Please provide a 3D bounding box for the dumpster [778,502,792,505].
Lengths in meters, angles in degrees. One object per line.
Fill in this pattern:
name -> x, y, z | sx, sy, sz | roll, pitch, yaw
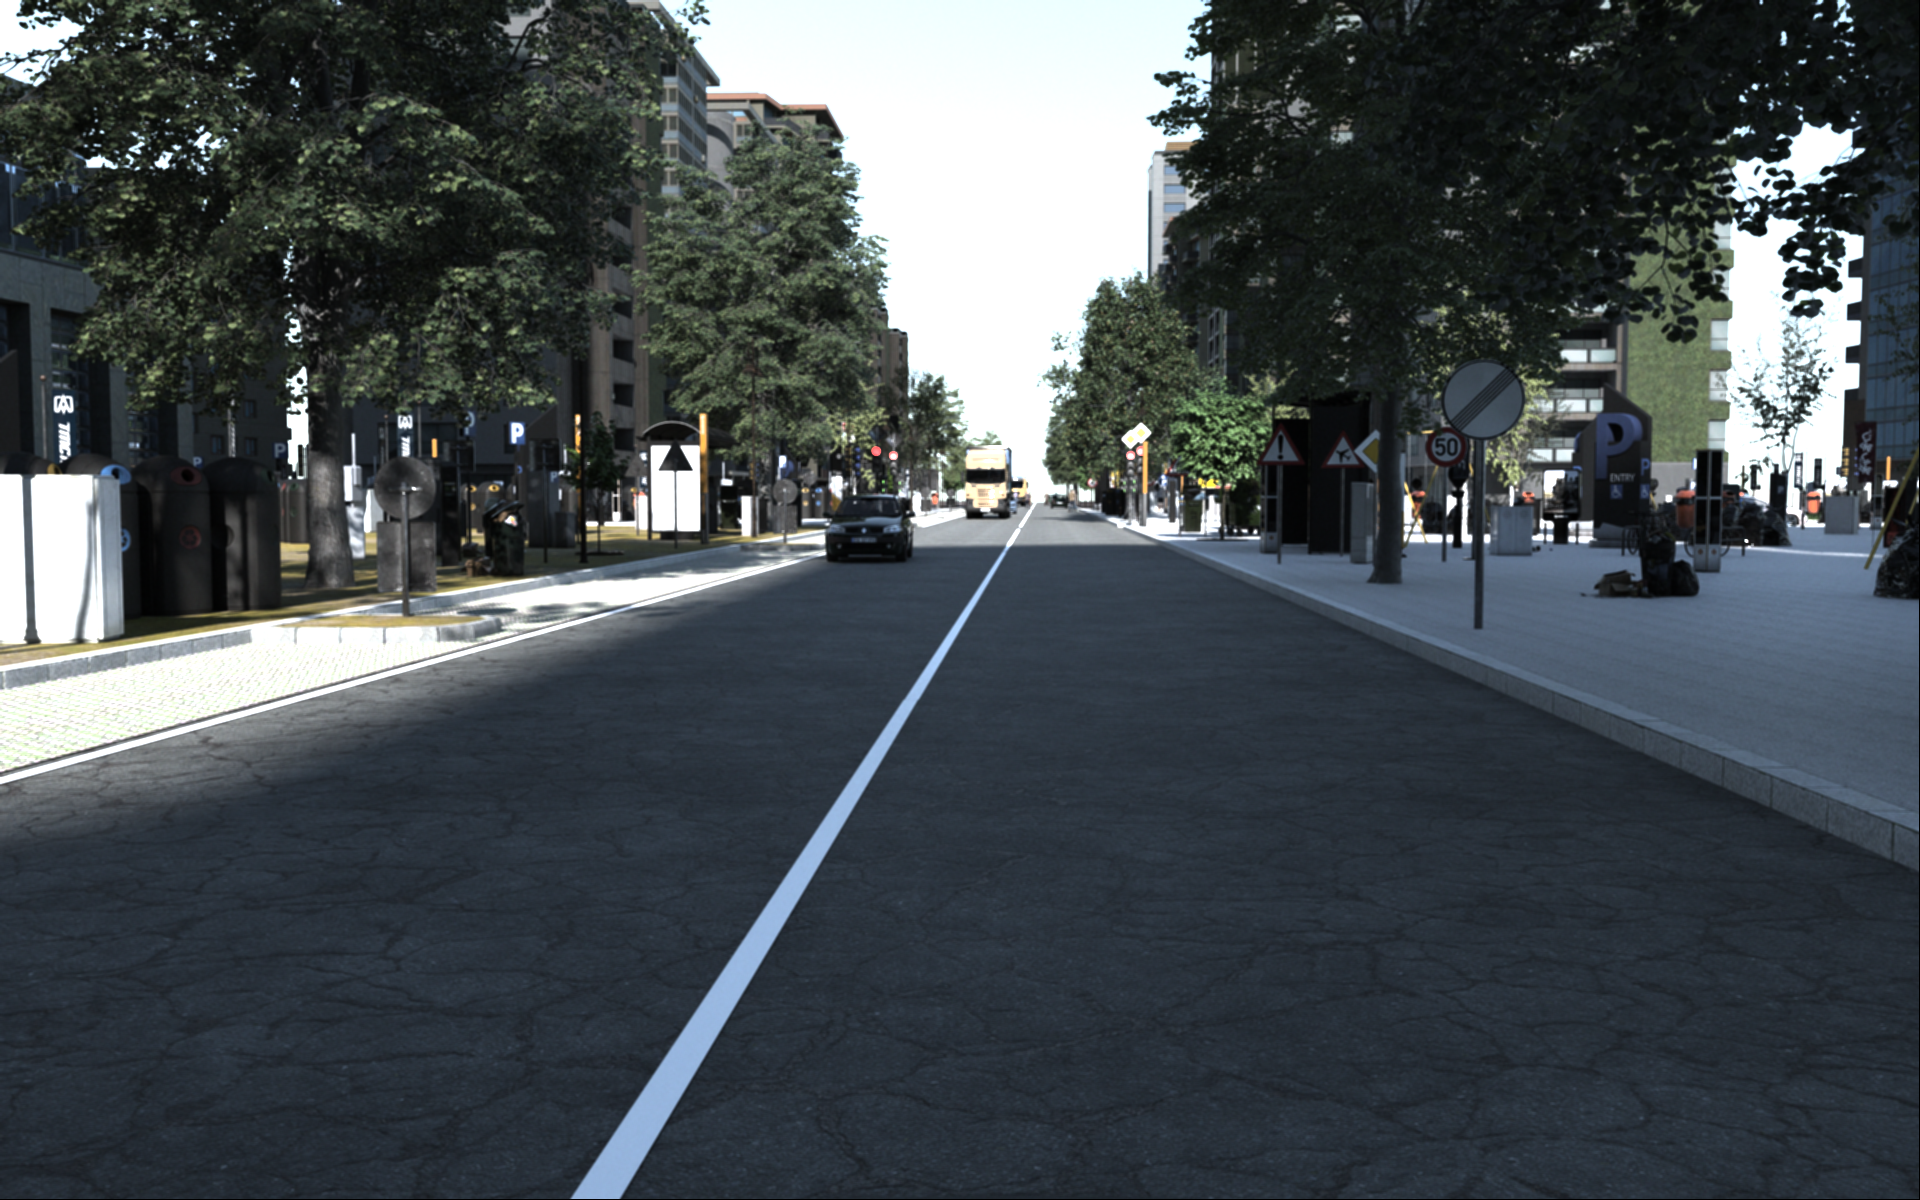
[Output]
dumpster -> -8.486, -4.750, 83.428 | 1.264, 1.857, 1.865 | 0, 4, 3

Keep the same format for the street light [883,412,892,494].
street light -> -4.017, -7.504, 95.486 | 0.468, 5.910, 1.993 | 0, 4, 3

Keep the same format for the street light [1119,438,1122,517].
street light -> 8.881, -7.522, 95.771 | 0.468, 5.910, 1.993 | 0, 4, 3

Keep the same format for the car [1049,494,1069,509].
car -> 9.920, -9.977, 172.916 | 2.009, 1.686, 4.222 | 0, 4, 2

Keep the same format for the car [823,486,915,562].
car -> -1.954, -1.723, 37.960 | 2.009, 1.686, 4.222 | 0, 4, 1

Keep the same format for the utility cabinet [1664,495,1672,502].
utility cabinet -> 47.573, -6.494, 117.333 | 0.306, 1.237, 1.020 | -1, 4, -12

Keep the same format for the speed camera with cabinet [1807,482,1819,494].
speed camera with cabinet -> 63.095, -8.183, 128.129 | 0.660, 3.252, 2.038 | 2, 4, 34

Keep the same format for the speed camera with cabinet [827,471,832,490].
speed camera with cabinet -> -11.475, -9.552, 150.515 | 0.660, 3.252, 2.038 | 2, 4, 27

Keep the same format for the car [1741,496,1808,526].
car -> 32.475, -3.626, 71.647 | 4.827, 1.381, 2.083 | 0, 4, 4

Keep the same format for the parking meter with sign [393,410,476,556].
parking meter with sign -> -11.015, -2.442, 36.185 | 1.738, 3.016, 0.543 | 1, 4, 13

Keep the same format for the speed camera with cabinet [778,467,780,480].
speed camera with cabinet -> -12.311, -7.981, 124.822 | 2.038, 3.252, 0.660 | 1, 4, 14

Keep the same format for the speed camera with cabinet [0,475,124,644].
speed camera with cabinet -> -8.425, -1.262, 14.965 | 2.038, 3.252, 0.660 | 0, 4, -7

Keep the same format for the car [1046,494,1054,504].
car -> 13.519, -14.797, 253.730 | 2.131, 1.459, 4.920 | 0, 4, 2

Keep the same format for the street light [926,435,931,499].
street light -> -2.315, -9.757, 132.310 | 0.468, 5.910, 1.993 | 0, 4, 3

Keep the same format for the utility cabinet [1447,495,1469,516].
utility cabinet -> 23.861, -4.394, 82.998 | 1.020, 1.237, 0.306 | 1, 4, 16

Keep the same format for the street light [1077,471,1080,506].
street light -> 14.125, -14.410, 208.392 | 0.468, 5.910, 1.993 | 0, 4, 3

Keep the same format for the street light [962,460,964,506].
street light -> 0.347, -13.333, 190.782 | 0.468, 5.910, 1.993 | 0, 4, 3

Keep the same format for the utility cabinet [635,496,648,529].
utility cabinet -> -11.313, -3.175, 63.065 | 1.020, 1.237, 0.306 | -1, 4, -11

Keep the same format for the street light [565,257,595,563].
street light -> -7.006, -3.626, 32.076 | 0.468, 5.910, 1.993 | 0, 4, 3

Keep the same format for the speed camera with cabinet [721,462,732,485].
speed camera with cabinet -> -14.230, -6.887, 106.943 | 0.660, 3.252, 2.038 | -1, 4, -23

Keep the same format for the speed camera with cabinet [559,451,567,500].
speed camera with cabinet -> -16.350, -4.545, 68.638 | 2.038, 3.252, 0.660 | 0, 4, 0

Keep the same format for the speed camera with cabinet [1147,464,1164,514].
speed camera with cabinet -> 12.766, -7.289, 113.512 | 0.660, 3.252, 2.038 | -2, 4, -27

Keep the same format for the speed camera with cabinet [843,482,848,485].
speed camera with cabinet -> -8.330, -8.830, 138.709 | 2.038, 3.252, 0.660 | -1, 4, -18

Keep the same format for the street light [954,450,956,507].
street light -> -0.502, -12.213, 172.466 | 0.468, 5.910, 1.993 | 0, 4, 3

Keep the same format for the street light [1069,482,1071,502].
street light -> 15.430, -16.107, 236.129 | 0.468, 5.910, 1.993 | 0, 4, 3

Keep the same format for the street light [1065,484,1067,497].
street light -> 17.930, -19.467, 291.080 | 0.468, 5.910, 1.993 | 0, 4, 3

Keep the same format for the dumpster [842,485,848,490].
dumpster -> -7.284, -6.291, 108.618 | 1.264, 1.857, 1.865 | 0, 4, 3

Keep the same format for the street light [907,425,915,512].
street light -> -3.209, -8.625, 113.804 | 0.468, 5.910, 1.993 | 0, 4, 3

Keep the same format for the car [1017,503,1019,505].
car -> 6.844, -13.287, 227.465 | 2.015, 1.641, 3.980 | 0, 4, 3

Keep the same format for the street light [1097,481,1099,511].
street light -> 10.585, -9.783, 132.743 | 0.468, 5.910, 1.993 | 0, 4, 3

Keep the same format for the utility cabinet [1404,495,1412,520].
utility cabinet -> 21.973, -4.571, 85.904 | 1.020, 1.237, 0.306 | -2, 4, -29

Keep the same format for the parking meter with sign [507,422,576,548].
parking meter with sign -> -10.009, -2.772, 41.582 | 1.738, 3.016, 0.543 | 2, 4, 28

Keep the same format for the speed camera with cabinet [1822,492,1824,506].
speed camera with cabinet -> 60.601, -7.646, 119.352 | 0.660, 3.252, 2.038 | -3, 5, -45

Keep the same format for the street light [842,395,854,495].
street light -> -4.955, -6.384, 77.174 | 0.468, 5.910, 1.993 | 0, 4, 3

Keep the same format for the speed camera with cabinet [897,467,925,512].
speed camera with cabinet -> -3.594, -8.146, 127.525 | 2.038, 3.252, 0.660 | -1, 4, -16

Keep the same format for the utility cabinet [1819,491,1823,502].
utility cabinet -> 71.777, -8.256, 143.664 | 1.173, 1.500, 0.318 | -1, 4, -16

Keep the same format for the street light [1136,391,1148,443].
street light -> 8.051, -6.360, 76.780 | 0.468, 5.910, 1.993 | 0, 4, 3

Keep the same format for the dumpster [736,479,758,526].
dumpster -> -8.294, -3.870, 69.034 | 1.264, 1.857, 1.865 | 0, 4, 3

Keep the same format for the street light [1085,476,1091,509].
street light -> 12.417, -12.136, 171.213 | 0.468, 5.910, 1.993 | 0, 4, 3

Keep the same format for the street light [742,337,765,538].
street light -> -6.075, -4.784, 51.012 | 0.468, 5.910, 1.993 | 0, 4, 3

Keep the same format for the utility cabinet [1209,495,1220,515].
utility cabinet -> 15.609, -5.793, 105.881 | 0.306, 1.237, 1.020 | 3, 5, 40

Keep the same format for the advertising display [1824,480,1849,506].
advertising display -> 40.046, -4.523, 79.158 | 0.974, 1.923, 0.123 | 3, 5, 44

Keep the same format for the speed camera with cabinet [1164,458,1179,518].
speed camera with cabinet -> 11.650, -6.139, 94.707 | 0.660, 3.252, 2.038 | 0, 4, 5

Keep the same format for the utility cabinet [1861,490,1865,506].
utility cabinet -> 74.079, -8.251, 143.579 | 0.318, 1.500, 1.173 | -3, 5, -43

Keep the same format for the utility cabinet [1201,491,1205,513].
utility cabinet -> 16.822, -7.083, 124.484 | 1.173, 1.500, 0.318 | 2, 4, 32

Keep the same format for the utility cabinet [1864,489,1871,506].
utility cabinet -> 58.549, -6.227, 110.493 | 1.173, 1.500, 0.318 | 1, 4, 20

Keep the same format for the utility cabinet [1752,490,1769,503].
utility cabinet -> 43.933, -5.267, 94.787 | 1.173, 1.500, 0.318 | -1, 4, -11

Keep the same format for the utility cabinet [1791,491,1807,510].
utility cabinet -> 69.548, -8.250, 143.563 | 1.173, 1.500, 0.318 | -1, 4, -12

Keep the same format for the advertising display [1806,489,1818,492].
advertising display -> 71.904, -8.632, 146.340 | 0.974, 1.923, 0.123 | 2, 4, 35

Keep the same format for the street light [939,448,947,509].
street light -> -1.442, -11.087, 154.051 | 0.468, 5.910, 1.993 | 0, 4, 3

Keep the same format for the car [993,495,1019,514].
car -> 3.277, -7.030, 126.942 | 2.014, 1.417, 4.499 | 0, 4, 1

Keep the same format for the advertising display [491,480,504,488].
advertising display -> -21.608, -4.632, 80.948 | 0.123, 1.923, 0.974 | 1, 4, 17

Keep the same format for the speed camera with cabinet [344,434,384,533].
speed camera with cabinet -> -19.889, -3.858, 57.415 | 0.660, 3.252, 2.038 | 1, 4, 10

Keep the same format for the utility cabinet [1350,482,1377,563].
utility cabinet -> 7.563, -1.449, 32.371 | 0.318, 1.500, 1.173 | 1, 4, 22

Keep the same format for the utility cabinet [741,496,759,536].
utility cabinet -> -6.533, -2.620, 53.998 | 0.306, 1.237, 1.020 | 1, 4, 8

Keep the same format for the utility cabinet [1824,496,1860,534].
utility cabinet -> 28.245, -2.710, 55.469 | 0.306, 1.237, 1.020 | -2, 4, -26
